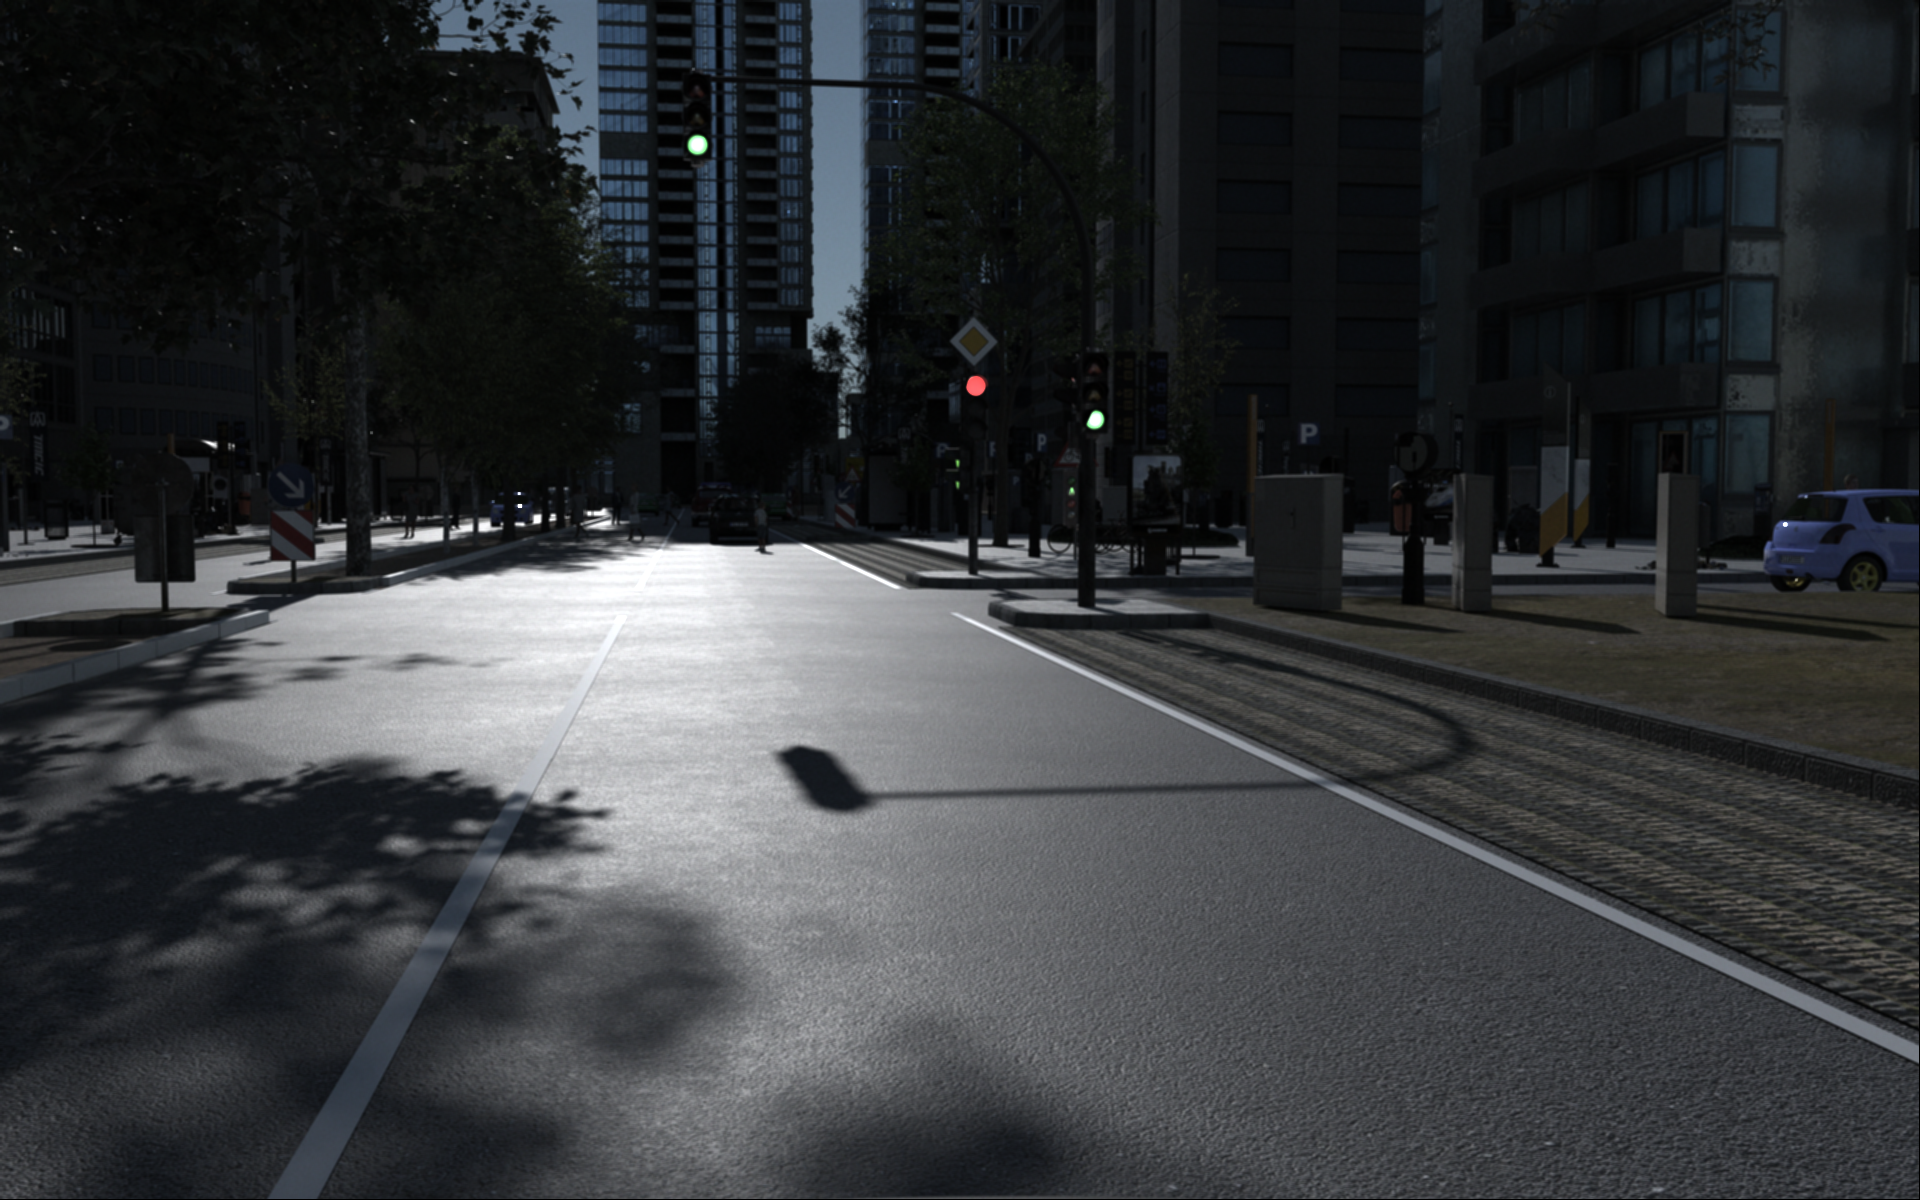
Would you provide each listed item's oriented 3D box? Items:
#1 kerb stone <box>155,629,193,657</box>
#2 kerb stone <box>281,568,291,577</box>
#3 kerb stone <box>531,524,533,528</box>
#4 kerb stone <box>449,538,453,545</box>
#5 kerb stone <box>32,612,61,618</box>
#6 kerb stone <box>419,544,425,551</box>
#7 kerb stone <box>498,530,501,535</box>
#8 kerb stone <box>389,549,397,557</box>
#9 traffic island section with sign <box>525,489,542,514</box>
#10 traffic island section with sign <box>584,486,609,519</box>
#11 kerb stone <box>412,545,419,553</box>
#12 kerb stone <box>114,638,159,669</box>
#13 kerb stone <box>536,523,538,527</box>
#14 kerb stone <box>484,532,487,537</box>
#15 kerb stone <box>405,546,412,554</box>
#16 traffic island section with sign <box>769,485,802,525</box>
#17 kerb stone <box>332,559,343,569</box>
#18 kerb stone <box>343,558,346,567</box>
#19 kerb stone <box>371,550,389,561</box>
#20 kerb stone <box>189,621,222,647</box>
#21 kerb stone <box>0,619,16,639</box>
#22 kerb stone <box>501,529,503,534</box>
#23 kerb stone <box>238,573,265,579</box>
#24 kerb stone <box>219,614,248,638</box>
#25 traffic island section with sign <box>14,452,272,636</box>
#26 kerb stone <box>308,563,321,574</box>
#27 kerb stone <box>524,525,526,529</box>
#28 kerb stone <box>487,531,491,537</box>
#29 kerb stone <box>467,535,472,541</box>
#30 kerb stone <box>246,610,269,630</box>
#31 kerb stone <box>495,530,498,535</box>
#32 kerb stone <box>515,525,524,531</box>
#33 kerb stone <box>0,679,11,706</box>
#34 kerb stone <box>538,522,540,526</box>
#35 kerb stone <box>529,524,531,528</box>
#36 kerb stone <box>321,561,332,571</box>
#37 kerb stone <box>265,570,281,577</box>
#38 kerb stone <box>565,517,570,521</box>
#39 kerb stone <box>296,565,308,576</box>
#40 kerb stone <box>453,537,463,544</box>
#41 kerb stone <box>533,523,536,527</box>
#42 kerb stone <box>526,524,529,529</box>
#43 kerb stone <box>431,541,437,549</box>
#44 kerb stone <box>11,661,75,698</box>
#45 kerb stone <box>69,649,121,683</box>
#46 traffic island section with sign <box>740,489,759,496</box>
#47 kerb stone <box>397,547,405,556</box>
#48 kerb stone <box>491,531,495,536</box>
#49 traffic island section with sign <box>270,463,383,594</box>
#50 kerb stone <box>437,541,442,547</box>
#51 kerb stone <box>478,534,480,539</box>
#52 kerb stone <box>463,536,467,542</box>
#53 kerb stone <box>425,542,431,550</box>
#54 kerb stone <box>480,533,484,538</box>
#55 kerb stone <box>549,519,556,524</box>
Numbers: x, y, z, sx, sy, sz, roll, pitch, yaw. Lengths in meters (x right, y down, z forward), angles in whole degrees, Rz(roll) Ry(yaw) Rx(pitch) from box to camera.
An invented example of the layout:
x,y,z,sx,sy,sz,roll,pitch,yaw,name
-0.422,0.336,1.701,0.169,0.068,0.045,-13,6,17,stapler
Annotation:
x,y,z,sx,sy,sz,roll,pitch,yaw,name
-7.160,0.401,15.640,0.120,0.150,1.000,-1,4,-9,kerb stone
-11.359,-0.412,28.992,0.120,0.150,1.000,-1,4,-9,kerb stone
-18.087,-3.081,72.564,0.120,0.150,1.000,-1,4,-9,kerb stone
-14.323,-1.590,48.243,0.120,0.150,1.000,-1,4,-9,kerb stone
-9.711,0.236,18.343,0.120,0.150,1.000,-1,4,-9,kerb stone
-13.545,-1.283,43.171,0.120,0.150,1.000,-1,4,-9,kerb stone
-16.213,-2.337,60.401,0.120,0.150,1.000,-1,4,-9,kerb stone
-12.915,-1.033,39.116,0.120,0.150,1.000,-1,4,-9,kerb stone
-31.196,-7.165,125.777,1.989,1.847,2.006,-1,4,-9,traffic island section with sign
-21.272,-5.620,100.022,2.006,1.907,1.989,-1,4,-9,traffic island section with sign
-13.380,-1.221,42.162,0.120,0.150,1.000,-1,4,-9,kerb stone
-7.004,0.463,14.630,0.120,0.150,1.000,-1,4,-9,kerb stone
-18.405,-3.205,74.597,0.120,0.150,1.000,-1,4,-9,kerb stone
-15.589,-2.085,56.356,0.120,0.150,1.000,-1,4,-9,kerb stone
-13.229,-1.158,41.143,0.120,0.150,1.000,-1,4,-9,kerb stone
-7.882,-4.373,80.130,1.989,1.847,2.006,-1,4,-9,traffic island section with sign
-11.979,-0.659,33.039,0.120,0.150,1.000,-1,4,-9,kerb stone
-12.133,-0.725,34.050,0.120,0.150,1.000,-1,4,-9,kerb stone
-12.759,-0.971,38.106,0.120,0.150,1.000,-1,4,-9,kerb stone
-7.323,0.342,16.650,0.120,0.150,1.000,-1,4,-9,kerb stone
-9.545,0.297,17.334,0.120,0.150,1.000,-1,4,-9,kerb stone
-16.361,-2.393,61.413,0.120,0.150,1.000,-1,4,-9,kerb stone
-11.047,-0.292,26.971,0.120,0.150,1.000,-1,4,-9,kerb stone
-7.474,0.277,17.660,0.120,0.150,1.000,-1,4,-9,kerb stone
-8.664,-0.630,18.441,2.006,1.907,1.989,-1,4,-9,traffic island section with sign
-11.665,-0.539,31.014,0.120,0.150,1.000,-1,4,-9,kerb stone
-17.620,-2.888,69.530,0.120,0.150,1.000,-1,4,-9,kerb stone
-15.740,-2.145,57.367,0.120,0.150,1.000,-1,4,-9,kerb stone
-14.951,-1.841,52.299,0.120,0.150,1.000,-1,4,-9,kerb stone
-7.631,0.219,18.671,0.120,0.150,1.000,-1,4,-9,kerb stone
-16.051,-2.275,59.391,0.120,0.150,1.000,-1,4,-9,kerb stone
-17.460,-2.833,68.519,0.120,0.150,1.000,-1,4,-9,kerb stone
-6.540,0.653,11.596,0.120,0.150,1.000,-1,4,-9,kerb stone
-18.563,-3.267,75.607,0.120,0.150,1.000,-1,4,-9,kerb stone
-17.936,-3.018,71.553,0.120,0.150,1.000,-1,4,-9,kerb stone
-11.828,-0.601,32.028,0.120,0.150,1.000,-1,4,-9,kerb stone
-11.202,-0.354,27.982,0.120,0.150,1.000,-1,4,-9,kerb stone
-21.843,-4.569,96.897,0.120,0.150,1.000,-1,4,-9,kerb stone
-11.515,-0.477,30.002,0.120,0.150,1.000,-1,4,-9,kerb stone
-14.635,-1.716,50.264,0.120,0.150,1.000,-1,4,-9,kerb stone
-18.244,-3.143,73.587,0.120,0.150,1.000,-1,4,-9,kerb stone
-17.772,-2.953,70.542,0.120,0.150,1.000,-1,4,-9,kerb stone
-13.859,-1.407,45.204,0.120,0.150,1.000,-1,4,-9,kerb stone
-6.700,0.587,12.605,0.120,0.150,1.000,-1,4,-9,kerb stone
-6.848,0.525,13.616,0.120,0.150,1.000,-1,4,-9,kerb stone
-15.308,-7.314,128.214,1.989,1.847,2.006,-1,4,-9,traffic island section with sign
-13.073,-1.097,40.129,0.120,0.150,1.000,-1,4,-9,kerb stone
-15.892,-2.211,58.381,0.120,0.150,1.000,-1,4,-9,kerb stone
-9.786,-1.078,25.763,2.006,1.907,1.989,-1,4,-9,traffic island section with sign
-14.018,-1.469,46.214,0.120,0.150,1.000,-1,4,-9,kerb stone
-15.270,-1.966,54.333,0.120,0.150,1.000,-1,4,-9,kerb stone
-14.801,-1.779,51.280,0.120,0.150,1.000,-1,4,-9,kerb stone
-13.702,-1.345,44.181,0.120,0.150,1.000,-1,4,-9,kerb stone
-15.430,-2.028,55.346,0.120,0.150,1.000,-1,4,-9,kerb stone
-20.132,-3.882,85.751,0.120,0.150,1.000,-1,4,-9,kerb stone
